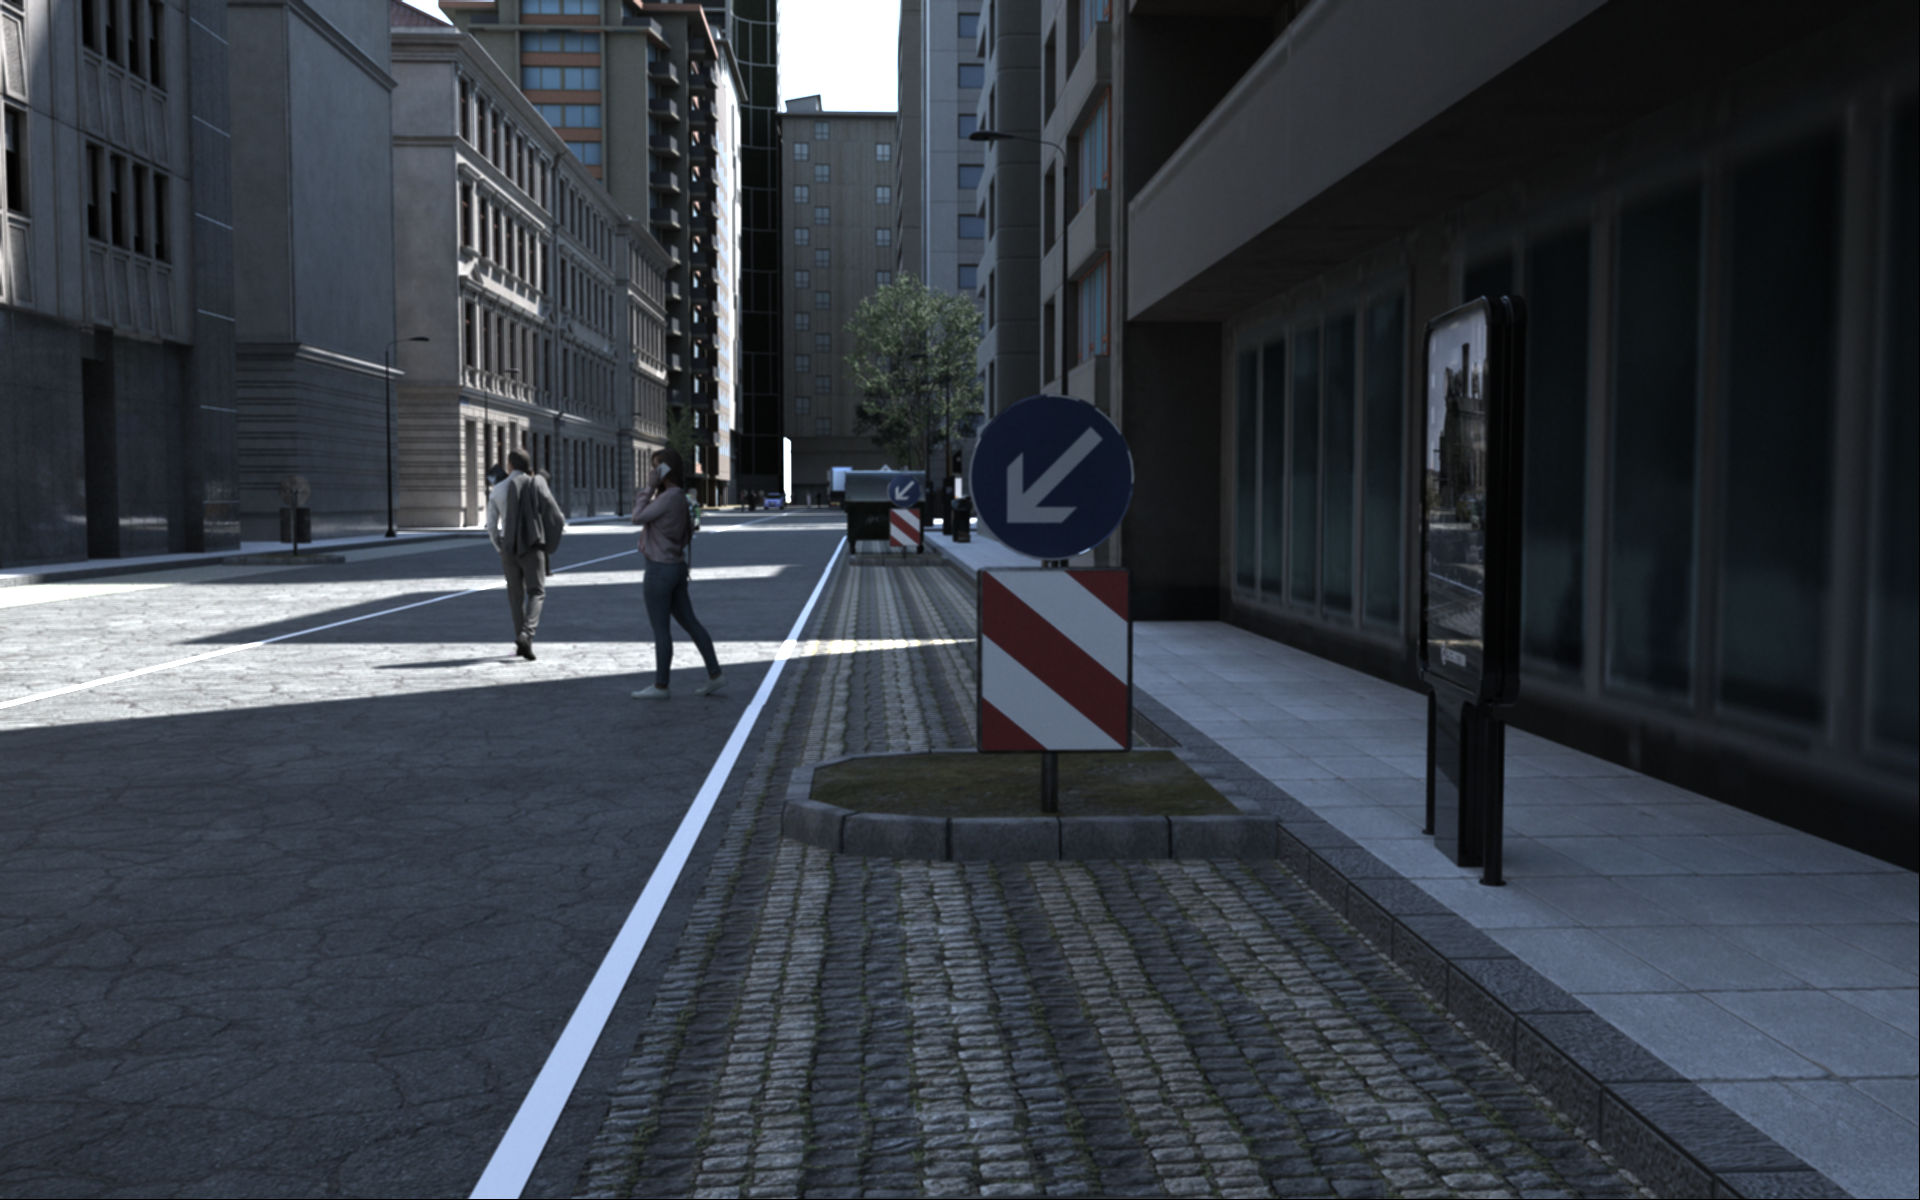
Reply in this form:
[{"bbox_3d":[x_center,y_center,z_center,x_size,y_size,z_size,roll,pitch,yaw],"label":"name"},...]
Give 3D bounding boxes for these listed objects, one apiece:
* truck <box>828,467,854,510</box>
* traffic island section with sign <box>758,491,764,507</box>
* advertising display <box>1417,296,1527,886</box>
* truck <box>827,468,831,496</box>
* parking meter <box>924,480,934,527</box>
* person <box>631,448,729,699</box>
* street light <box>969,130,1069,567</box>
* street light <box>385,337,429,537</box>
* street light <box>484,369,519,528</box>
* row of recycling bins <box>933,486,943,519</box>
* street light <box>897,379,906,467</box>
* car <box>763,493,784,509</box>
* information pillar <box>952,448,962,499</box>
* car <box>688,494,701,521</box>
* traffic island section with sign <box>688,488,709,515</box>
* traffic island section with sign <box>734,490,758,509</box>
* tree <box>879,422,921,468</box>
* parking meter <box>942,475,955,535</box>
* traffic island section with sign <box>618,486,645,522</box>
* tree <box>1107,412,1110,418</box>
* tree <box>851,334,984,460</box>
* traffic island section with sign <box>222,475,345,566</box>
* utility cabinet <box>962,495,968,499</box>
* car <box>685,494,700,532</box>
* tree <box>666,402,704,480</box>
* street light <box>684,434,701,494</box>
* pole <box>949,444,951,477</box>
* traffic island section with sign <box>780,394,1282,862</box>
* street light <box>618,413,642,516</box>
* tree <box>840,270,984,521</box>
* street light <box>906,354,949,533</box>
[{"bbox_3d":[-11.253,-10.769,165.824,2.967,4.110,18.799,0,4,-4],"label":"truck"},{"bbox_3d":[-22.137,-11.315,193.621,1.989,1.847,2.006,0,4,-3],"label":"traffic island section with sign"},{"bbox_3d":[1.773,-0.053,6.073,0.123,1.923,0.974,0,4,3],"label":"advertising display"},{"bbox_3d":[-13.303,-12.415,191.896,2.839,4.237,11.283,0,4,-3],"label":"truck"},{"bbox_3d":[-1.229,-3.792,67.711,0.399,1.863,0.255,1,4,21],"label":"parking meter"},{"bbox_3d":[-1.978,-0.189,12.183,0.643,1.750,0.593,0,4,7],"label":"person"},{"bbox_3d":[0.814,-3.044,22.313,1.470,5.913,1.316,0,4,-3],"label":"street light"},{"bbox_3d":[-16.368,-4.815,51.267,1.470,5.913,1.316,0,4,-3],"label":"street light"},{"bbox_3d":[-17.085,-5.627,64.535,1.470,5.913,1.316,0,4,-3],"label":"street light"},{"bbox_3d":[-0.962,-5.139,91.133,1.069,1.692,3.534,-2,4,-26],"label":"row of recycling bins"},{"bbox_3d":[-1.818,-5.955,69.903,1.470,5.913,1.316,0,4,-3],"label":"street light"},{"bbox_3d":[-17.726,-9.504,164.983,1.945,1.707,3.694,0,4,-1],"label":"car"},{"bbox_3d":[-0.139,-5.967,88.919,0.504,3.616,0.183,0,4,-6],"label":"information pillar"},{"bbox_3d":[-13.366,-4.429,82.634,2.015,1.641,3.980,0,4,-3],"label":"car"},{"bbox_3d":[-18.101,-6.656,117.445,1.989,1.847,2.006,0,4,-3],"label":"traffic island section with sign"},{"bbox_3d":[-20.702,-9.655,166.490,1.989,1.847,2.006,0,4,-3],"label":"traffic island section with sign"},{"bbox_3d":[-4.723,-11.916,145.185,4.737,8.622,4.395,0,3,0],"label":"tree"},{"bbox_3d":[-0.365,-2.957,54.051,0.399,1.863,0.255,-1,4,-8],"label":"parking meter"},{"bbox_3d":[-16.640,-4.976,89.980,1.989,1.847,2.006,0,4,-3],"label":"traffic island section with sign"},{"bbox_3d":[2.772,-1.724,22.795,1.663,3.219,1.824,0,3,0],"label":"tree"},{"bbox_3d":[-2.365,-10.091,99.401,8.767,10.594,7.601,1,4,10],"label":"tree"},{"bbox_3d":[-13.752,-1.641,35.458,1.989,1.847,2.006,0,4,-3],"label":"traffic island section with sign"},{"bbox_3d":[-0.008,-5.504,101.147,1.020,1.237,0.306,-1,4,-19],"label":"utility cabinet"},{"bbox_3d":[-10.992,-3.340,66.412,2.131,1.459,4.920,0,4,-4],"label":"car"},{"bbox_3d":[-22.413,-11.451,137.582,4.737,8.622,4.395,0,3,0],"label":"tree"},{"bbox_3d":[-20.773,-9.885,134.167,1.470,5.913,1.316,0,4,-3],"label":"street light"},{"bbox_3d":[-0.471,-4.667,70.141,0.158,3.312,0.155,0,3,0],"label":"pole"},{"bbox_3d":[0.221,0.059,7.661,1.989,1.847,2.006,0,4,-3],"label":"traffic island section with sign"},{"bbox_3d":[-18.923,-7.752,99.293,1.470,5.913,1.316,0,4,-3],"label":"street light"},{"bbox_3d":[-1.882,-9.541,81.745,9.928,11.665,9.643,0,3,0],"label":"tree"},{"bbox_3d":[-0.953,-5.197,57.504,1.470,5.913,1.316,0,4,-3],"label":"street light"}]
